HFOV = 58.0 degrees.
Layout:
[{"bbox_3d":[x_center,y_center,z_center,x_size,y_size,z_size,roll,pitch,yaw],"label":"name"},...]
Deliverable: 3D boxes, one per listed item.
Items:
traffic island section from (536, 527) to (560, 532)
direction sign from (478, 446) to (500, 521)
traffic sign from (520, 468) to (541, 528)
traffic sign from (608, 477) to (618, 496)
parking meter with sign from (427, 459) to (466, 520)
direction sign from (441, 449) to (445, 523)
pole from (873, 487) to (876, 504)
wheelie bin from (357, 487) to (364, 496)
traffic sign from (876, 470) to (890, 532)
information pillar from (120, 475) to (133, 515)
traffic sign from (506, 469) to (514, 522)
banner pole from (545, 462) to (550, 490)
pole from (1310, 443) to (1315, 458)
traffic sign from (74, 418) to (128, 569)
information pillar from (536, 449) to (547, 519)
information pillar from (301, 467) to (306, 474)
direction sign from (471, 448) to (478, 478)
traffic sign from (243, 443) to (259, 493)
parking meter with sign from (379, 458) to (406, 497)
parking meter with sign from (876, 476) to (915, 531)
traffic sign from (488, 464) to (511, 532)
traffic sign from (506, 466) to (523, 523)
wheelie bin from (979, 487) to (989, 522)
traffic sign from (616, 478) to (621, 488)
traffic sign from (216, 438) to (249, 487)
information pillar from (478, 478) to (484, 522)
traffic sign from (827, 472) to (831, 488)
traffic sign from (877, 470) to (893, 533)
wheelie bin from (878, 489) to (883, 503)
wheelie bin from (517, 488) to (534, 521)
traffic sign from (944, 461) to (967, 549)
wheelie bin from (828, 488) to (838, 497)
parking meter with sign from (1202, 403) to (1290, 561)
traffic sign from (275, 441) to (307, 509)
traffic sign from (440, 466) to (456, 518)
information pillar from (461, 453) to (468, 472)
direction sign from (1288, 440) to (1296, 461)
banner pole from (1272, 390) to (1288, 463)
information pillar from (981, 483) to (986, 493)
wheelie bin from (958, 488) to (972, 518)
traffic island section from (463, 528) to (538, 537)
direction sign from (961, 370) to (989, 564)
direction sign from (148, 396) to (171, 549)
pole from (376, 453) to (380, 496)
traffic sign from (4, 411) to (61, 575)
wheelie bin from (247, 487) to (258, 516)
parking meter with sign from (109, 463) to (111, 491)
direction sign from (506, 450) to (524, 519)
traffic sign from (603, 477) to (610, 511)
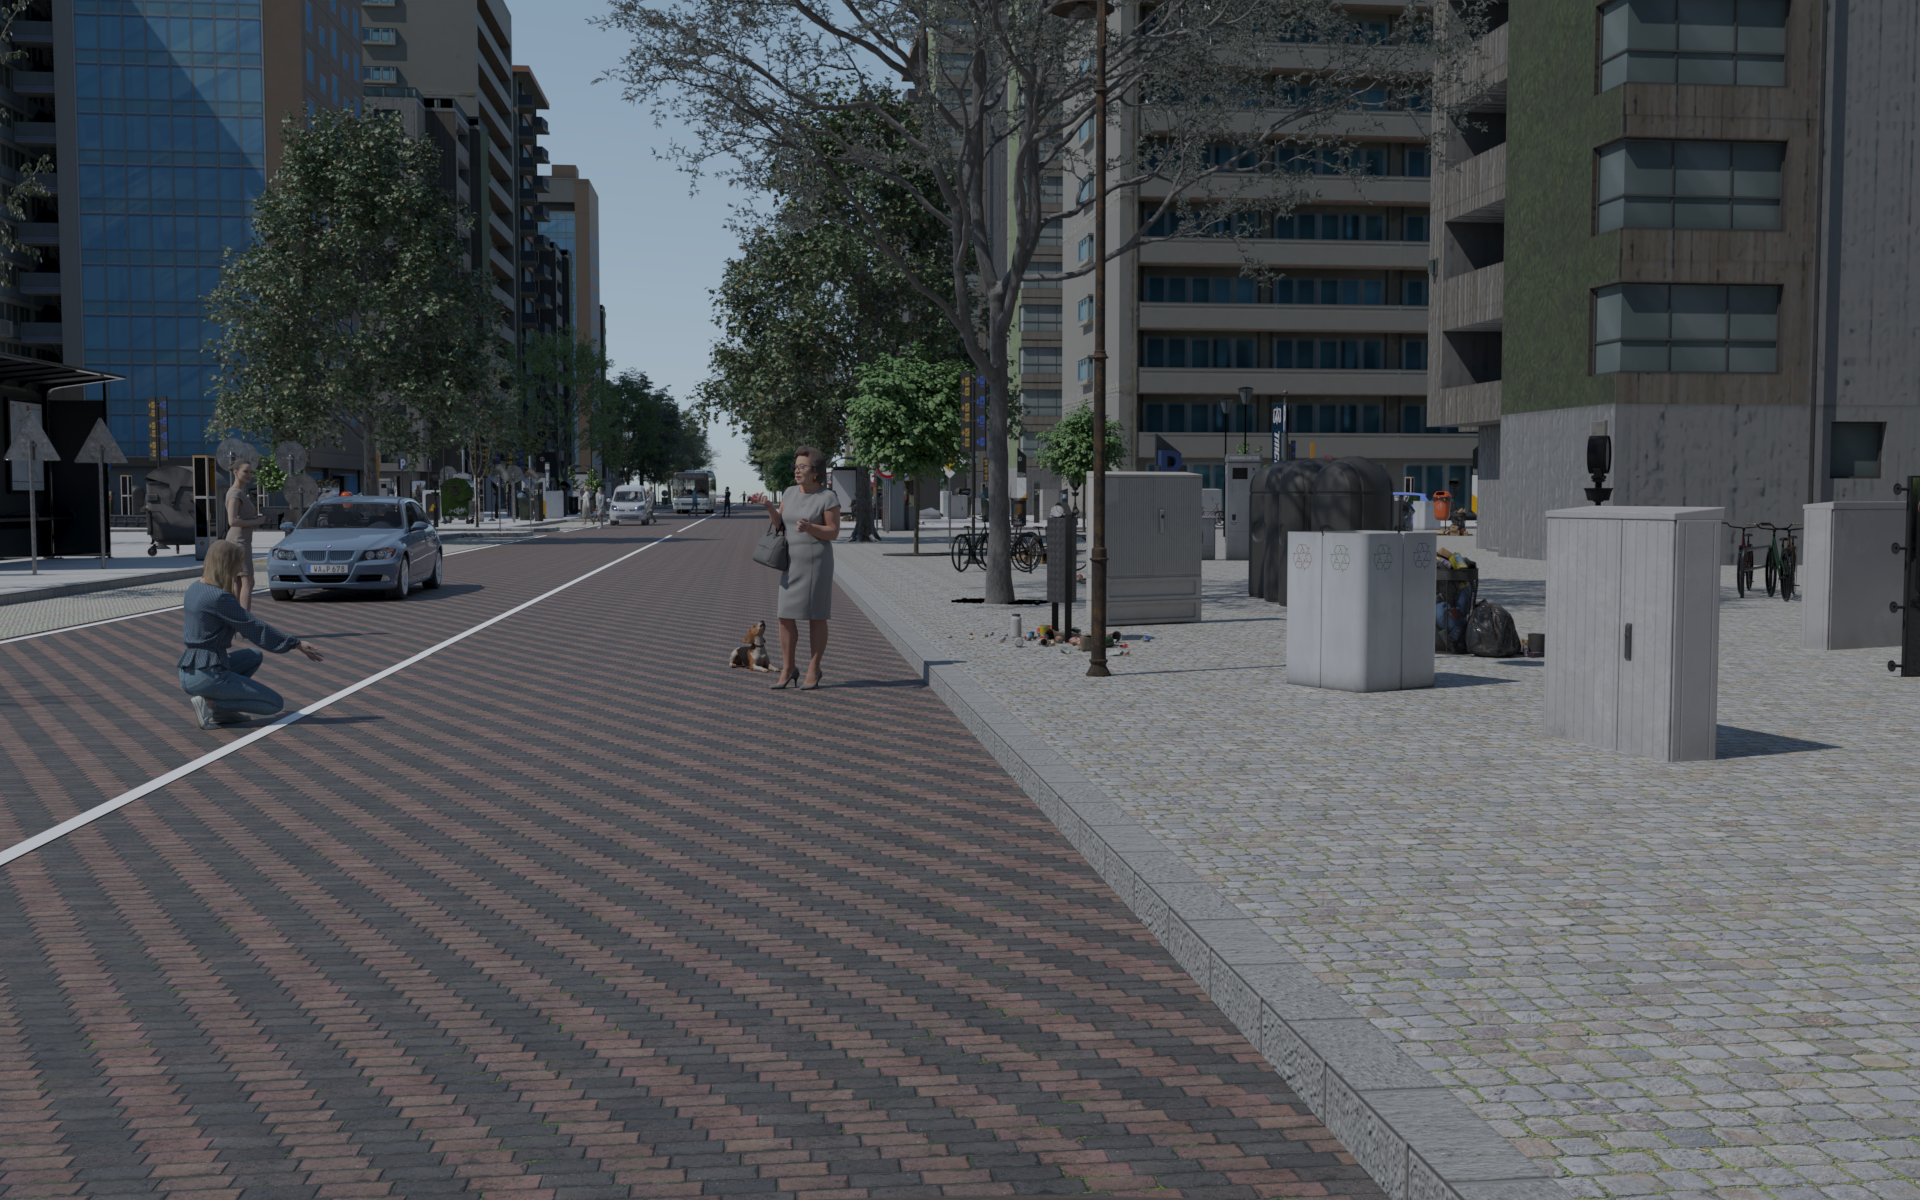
[{"bbox_3d":[-16.429,-2.687,66.218,2.009,0.180,2.903,0,4,-7],"label":"traffic island section"},{"bbox_3d":[-22.239,-5.517,82.202,0.876,3.537,0.379,-2,4,-34],"label":"direction sign"},{"bbox_3d":[-16.407,-3.824,66.159,0.795,2.450,0.064,0,4,-7],"label":"traffic sign"},{"bbox_3d":[-26.225,-8.006,131.009,0.768,2.556,0.104,0,3,0],"label":"traffic sign"},{"bbox_3d":[-25.157,-5.421,84.893,1.738,3.016,0.543,-1,4,-11],"label":"parking meter with sign"},{"bbox_3d":[-22.535,-5.118,75.681,0.379,3.537,0.876,-1,4,-18],"label":"direction sign"},{"bbox_3d":[-4.443,-5.937,90.908,0.158,3.312,0.155,0,3,0],"label":"pole"},{"bbox_3d":[-26.837,-4.321,78.563,0.980,1.594,0.693,-2,4,-25],"label":"wheelie bin"},{"bbox_3d":[-2.520,-3.594,58.862,0.768,2.556,0.104,0,4,-3],"label":"traffic sign"},{"bbox_3d":[-32.712,-3.884,67.999,0.304,2.012,0.304,0,4,1],"label":"information pillar"},{"bbox_3d":[-20.541,-4.863,79.620,0.768,2.556,0.104,0,4,-1],"label":"traffic sign"},{"bbox_3d":[-28.659,-7.940,119.836,0.863,3.779,0.401,2,4,33],"label":"banner pole"},{"bbox_3d":[13.956,-4.575,68.652,0.158,3.312,0.155,0,3,0],"label":"pole"},{"bbox_3d":[-14.663,-1.809,29.577,0.884,2.594,0.081,0,4,-3],"label":"traffic sign"},{"bbox_3d":[-21.441,-5.949,88.626,0.504,3.616,0.183,-1,4,-19],"label":"information pillar"},{"bbox_3d":[-30.031,-5.376,79.248,0.183,3.616,0.504,0,4,-8],"label":"information pillar"},{"bbox_3d":[-23.519,-5.673,84.758,0.379,3.537,0.876,3,5,44],"label":"direction sign"},{"bbox_3d":[-17.710,-2.613,42.830,0.768,2.556,0.104,0,4,3],"label":"traffic sign"},{"bbox_3d":[-28.064,-5.422,84.915,1.738,3.016,0.543,1,4,14],"label":"parking meter with sign"},{"bbox_3d":[-2.280,-3.898,59.987,0.543,3.016,1.738,3,5,43],"label":"parking meter with sign"},{"bbox_3d":[-15.475,-3.339,58.229,0.795,2.450,0.064,0,4,-7],"label":"traffic sign"},{"bbox_3d":[-19.924,-4.727,77.396,0.768,2.556,0.104,0,4,-6],"label":"traffic sign"},{"bbox_3d":[1.295,-4.344,78.931,0.980,1.594,0.693,-1,4,-20],"label":"wheelie bin"},{"bbox_3d":[-26.625,-8.203,134.217,0.768,2.556,0.104,0,4,3],"label":"traffic sign"},{"bbox_3d":[-16.550,-2.403,39.388,0.768,2.556,0.104,0,4,3],"label":"traffic sign"},{"bbox_3d":[-22.187,-4.613,79.913,0.304,2.012,0.304,2,4,30],"label":"information pillar"},{"bbox_3d":[-7.430,-6.046,98.965,0.768,2.556,0.104,0,4,2],"label":"traffic sign"},{"bbox_3d":[-2.364,-3.464,56.738,0.768,2.556,0.104,0,4,2],"label":"traffic sign"},{"bbox_3d":[-4.881,-6.002,106.037,0.980,1.594,0.693,0,4,3],"label":"wheelie bin"},{"bbox_3d":[-21.079,-4.658,84.063,0.693,1.594,0.980,0,4,7],"label":"wheelie bin"},{"bbox_3d":[-0.240,-2.400,40.421,0.795,2.450,0.064,0,4,0],"label":"traffic sign"},{"bbox_3d":[-6.318,-4.642,83.804,0.693,1.594,0.980,1,4,18],"label":"wheelie bin"},{"bbox_3d":[5.459,-2.275,33.455,1.738,3.016,0.543,0,4,6],"label":"parking meter with sign"},{"bbox_3d":[-16.213,-2.562,41.996,0.768,2.556,0.104,0,4,-3],"label":"traffic sign"},{"bbox_3d":[-23.290,-4.815,78.830,0.768,2.556,0.104,0,4,-4],"label":"traffic sign"},{"bbox_3d":[-28.282,-6.582,98.967,0.504,3.616,0.183,2,4,31],"label":"information pillar"},{"bbox_3d":[13.855,-4.948,72.891,0.379,3.537,0.876,3,5,44],"label":"direction sign"},{"bbox_3d":[7.752,-3.178,41.977,0.401,3.779,0.863,-1,4,-18],"label":"banner pole"},{"bbox_3d":[1.601,-6.997,118.887,0.304,2.012,0.304,-1,4,-12],"label":"information pillar"},{"bbox_3d":[0.304,-5.219,93.236,0.980,1.594,0.693,-1,4,-13],"label":"wheelie bin"},{"bbox_3d":[-15.497,-2.202,58.288,2.009,0.180,2.903,0,4,-7],"label":"traffic island section"},{"bbox_3d":[0.247,-2.433,31.769,0.379,3.537,0.876,-2,4,-30],"label":"direction sign"},{"bbox_3d":[-18.609,-2.952,40.268,0.876,3.537,0.379,3,4,39],"label":"direction sign"},{"bbox_3d":[-28.782,-5.611,85.577,0.158,3.312,0.155,0,3,0],"label":"pole"},{"bbox_3d":[-14.601,-1.667,27.259,0.884,2.594,0.081,0,4,-1],"label":"traffic sign"},{"bbox_3d":[-33.557,-4.568,82.593,0.980,1.594,0.693,-2,4,-26],"label":"wheelie bin"},{"bbox_3d":[-41.703,-5.399,84.533,0.543,3.016,1.738,-2,4,-25],"label":"parking meter with sign"},{"bbox_3d":[-22.639,-5.879,88.112,0.876,3.537,0.379,-2,4,-23],"label":"direction sign"},{"bbox_3d":[-27.056,-8.107,132.659,0.768,2.556,0.104,0,4,0],"label":"traffic sign"}]
